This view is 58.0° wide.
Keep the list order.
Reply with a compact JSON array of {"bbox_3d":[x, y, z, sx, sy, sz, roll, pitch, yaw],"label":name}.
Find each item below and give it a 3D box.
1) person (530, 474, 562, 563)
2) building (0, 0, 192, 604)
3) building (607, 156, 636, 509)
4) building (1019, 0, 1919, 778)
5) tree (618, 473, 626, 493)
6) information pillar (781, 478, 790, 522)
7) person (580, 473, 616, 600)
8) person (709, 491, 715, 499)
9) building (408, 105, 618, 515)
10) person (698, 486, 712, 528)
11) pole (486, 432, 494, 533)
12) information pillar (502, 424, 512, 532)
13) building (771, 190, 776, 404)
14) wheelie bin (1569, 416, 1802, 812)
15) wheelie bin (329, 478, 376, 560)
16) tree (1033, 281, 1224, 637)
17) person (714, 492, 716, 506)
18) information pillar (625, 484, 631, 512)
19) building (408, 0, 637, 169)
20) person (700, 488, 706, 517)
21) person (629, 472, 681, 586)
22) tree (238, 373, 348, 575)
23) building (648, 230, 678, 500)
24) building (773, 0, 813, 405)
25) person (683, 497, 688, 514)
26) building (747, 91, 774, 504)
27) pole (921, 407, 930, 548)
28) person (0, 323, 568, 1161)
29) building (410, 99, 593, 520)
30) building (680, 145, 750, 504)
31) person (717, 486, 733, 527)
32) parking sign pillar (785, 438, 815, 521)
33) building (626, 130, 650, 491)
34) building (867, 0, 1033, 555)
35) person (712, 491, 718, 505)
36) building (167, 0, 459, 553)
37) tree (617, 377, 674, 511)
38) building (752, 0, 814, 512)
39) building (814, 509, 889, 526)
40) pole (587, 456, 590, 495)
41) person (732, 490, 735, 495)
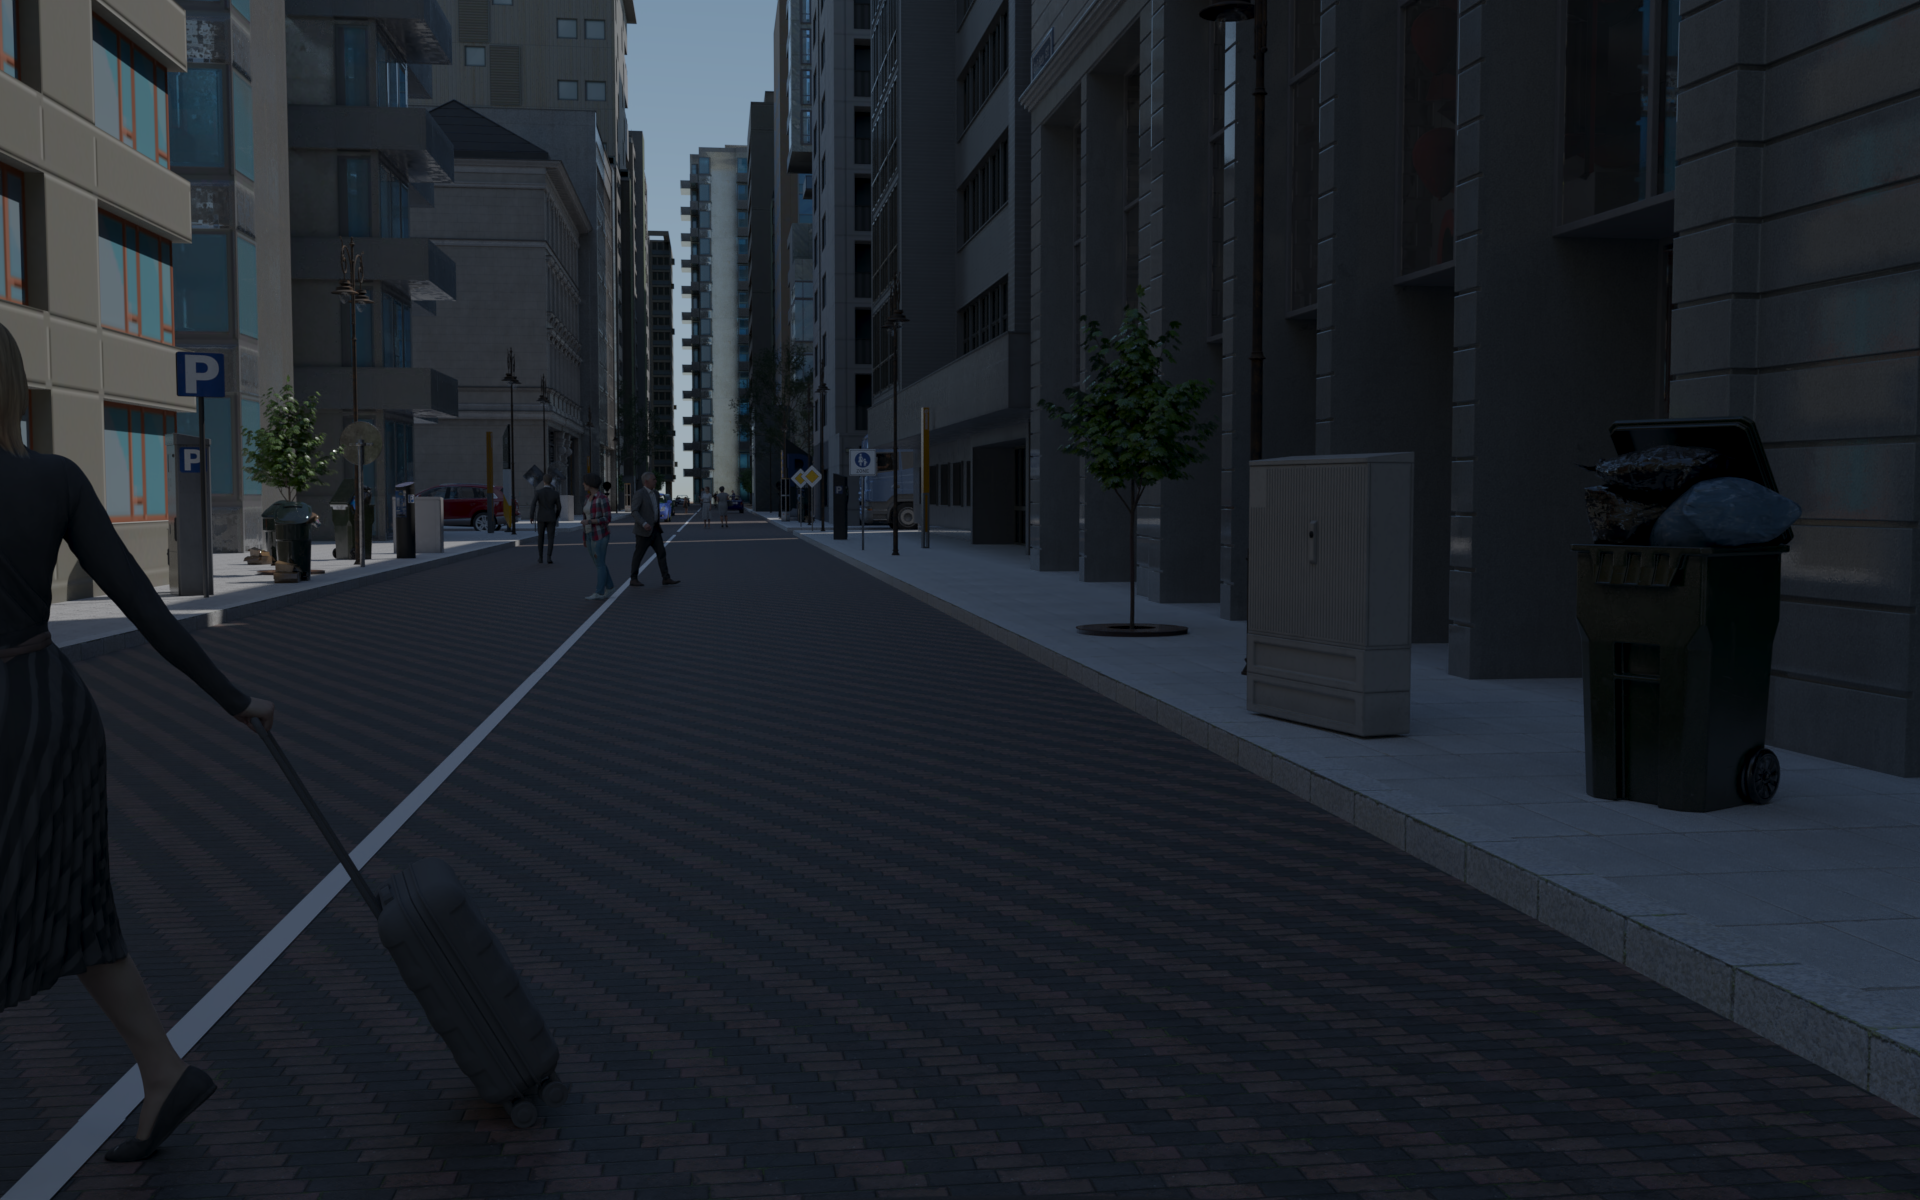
[{"bbox_3d":[-8.584,-1.687,35.862,0.659,1.850,0.755,-1,4,-16],"label":"person"},{"bbox_3d":[-23.092,-10.040,9.193,27.650,21.520,28.899,0,4,-8],"label":"building"},{"bbox_3d":[-35.072,-22.940,146.763,14.160,30.474,14.107,0,4,-8],"label":"building"},{"bbox_3d":[8.584,-14.513,14.785,11.434,29.767,29.804,0,4,-8],"label":"building"},{"bbox_3d":[-26.936,-8.680,136.524,1.663,3.219,1.824,0,3,0],"label":"tree"},{"bbox_3d":[-8.142,-4.668,80.816,0.304,2.012,0.304,2,4,34],"label":"information pillar"},{"bbox_3d":[-4.904,-0.869,23.547,0.643,1.720,0.563,-3,4,-37],"label":"person"},{"bbox_3d":[-23.478,-9.346,162.130,1.217,1.723,0.721,-1,4,-19],"label":"person"},{"bbox_3d":[-29.729,-18.231,116.099,12.078,24.808,19.932,0,4,-8],"label":"building"},{"bbox_3d":[-10.718,-3.907,72.943,0.480,1.755,0.524,1,4,17],"label":"person"},{"bbox_3d":[-15.361,-3.839,56.613,0.158,3.312,0.155,0,3,0],"label":"pole"},{"bbox_3d":[-15.204,-4.085,58.144,0.183,3.616,0.504,-3,4,-37],"label":"information pillar"},{"bbox_3d":[-11.287,-24.234,167.929,14.160,30.474,14.107,0,4,-8],"label":"building"},{"bbox_3d":[3.007,0.042,7.220,0.693,1.594,0.980,-3,4,-36],"label":"wheelie bin"},{"bbox_3d":[-11.943,-1.601,34.078,0.980,1.594,0.693,3,4,38],"label":"wheelie bin"},{"bbox_3d":[1.624,-1.296,15.797,1.663,3.219,1.824,0,3,0],"label":"tree"},{"bbox_3d":[-29.775,-12.294,210.973,0.593,1.643,0.415,3,4,36],"label":"person"},{"bbox_3d":[-23.549,-7.231,122.716,0.304,2.012,0.304,3,5,44],"label":"information pillar"},{"bbox_3d":[-45.916,-35.311,166.578,28.713,52.752,27.495,0,4,-8],"label":"building"},{"bbox_3d":[-15.903,-6.087,107.866,0.795,1.843,0.661,1,4,21],"label":"person"},{"bbox_3d":[-4.785,-1.106,26.975,0.834,1.777,0.661,1,4,21],"label":"person"},{"bbox_3d":[-10.648,-2.032,27.818,1.663,3.219,1.824,0,3,0],"label":"tree"},{"bbox_3d":[-51.254,-33.394,237.877,23.993,40.220,32.217,0,4,-8],"label":"building"},{"bbox_3d":[-9.227,-30.788,153.498,14.600,45.320,14.200,0,4,-8],"label":"building"},{"bbox_3d":[-20.068,-6.930,126.476,0.373,1.253,0.362,2,4,27],"label":"person"},{"bbox_3d":[-14.284,-35.634,206.322,21.300,48.544,21.600,0,4,-8],"label":"building"},{"bbox_3d":[-0.818,-2.875,40.845,0.158,3.312,0.155,0,3,0],"label":"pole"},{"bbox_3d":[-1.614,0.309,3.671,1.509,1.804,0.699,-1,4,-21],"label":"person"},{"bbox_3d":[-25.027,-14.405,86.434,10.553,20.767,40.483,0,4,-8],"label":"building"},{"bbox_3d":[-22.776,-37.828,238.097,30.456,49.044,23.786,0,4,-8],"label":"building"},{"bbox_3d":[-10.160,-4.036,74.852,0.716,1.782,0.532,-1,4,-9],"label":"person"},{"bbox_3d":[-7.745,-5.815,83.543,1.447,3.967,1.447,-1,4,-15],"label":"parking sign pillar"},{"bbox_3d":[-41.521,-30.882,188.507,14.154,41.232,14.086,0,4,-8],"label":"building"},{"bbox_3d":[5.913,-13.802,44.735,14.314,24.678,30.058,0,4,-8],"label":"building"},{"bbox_3d":[-24.849,-10.279,177.076,1.217,1.766,0.721,-1,4,-16],"label":"person"},{"bbox_3d":[-29.509,-25.958,44.026,30.456,49.044,23.786,0,4,-8],"label":"building"},{"bbox_3d":[-25.881,-12.042,131.300,8.767,10.594,7.601,0,4,-8],"label":"tree"},{"bbox_3d":[-3.106,-49.364,119.776,22.319,86.520,31.000,0,4,-8],"label":"building"},{"bbox_3d":[3.961,-39.166,78.611,20.611,71.187,20.563,0,4,-8],"label":"building"},{"bbox_3d":[-20.090,-6.116,93.848,0.158,3.312,0.155,0,3,0],"label":"pole"},{"bbox_3d":[-19.519,-8.516,148.178,0.568,1.767,0.683,0,4,7],"label":"person"}]
